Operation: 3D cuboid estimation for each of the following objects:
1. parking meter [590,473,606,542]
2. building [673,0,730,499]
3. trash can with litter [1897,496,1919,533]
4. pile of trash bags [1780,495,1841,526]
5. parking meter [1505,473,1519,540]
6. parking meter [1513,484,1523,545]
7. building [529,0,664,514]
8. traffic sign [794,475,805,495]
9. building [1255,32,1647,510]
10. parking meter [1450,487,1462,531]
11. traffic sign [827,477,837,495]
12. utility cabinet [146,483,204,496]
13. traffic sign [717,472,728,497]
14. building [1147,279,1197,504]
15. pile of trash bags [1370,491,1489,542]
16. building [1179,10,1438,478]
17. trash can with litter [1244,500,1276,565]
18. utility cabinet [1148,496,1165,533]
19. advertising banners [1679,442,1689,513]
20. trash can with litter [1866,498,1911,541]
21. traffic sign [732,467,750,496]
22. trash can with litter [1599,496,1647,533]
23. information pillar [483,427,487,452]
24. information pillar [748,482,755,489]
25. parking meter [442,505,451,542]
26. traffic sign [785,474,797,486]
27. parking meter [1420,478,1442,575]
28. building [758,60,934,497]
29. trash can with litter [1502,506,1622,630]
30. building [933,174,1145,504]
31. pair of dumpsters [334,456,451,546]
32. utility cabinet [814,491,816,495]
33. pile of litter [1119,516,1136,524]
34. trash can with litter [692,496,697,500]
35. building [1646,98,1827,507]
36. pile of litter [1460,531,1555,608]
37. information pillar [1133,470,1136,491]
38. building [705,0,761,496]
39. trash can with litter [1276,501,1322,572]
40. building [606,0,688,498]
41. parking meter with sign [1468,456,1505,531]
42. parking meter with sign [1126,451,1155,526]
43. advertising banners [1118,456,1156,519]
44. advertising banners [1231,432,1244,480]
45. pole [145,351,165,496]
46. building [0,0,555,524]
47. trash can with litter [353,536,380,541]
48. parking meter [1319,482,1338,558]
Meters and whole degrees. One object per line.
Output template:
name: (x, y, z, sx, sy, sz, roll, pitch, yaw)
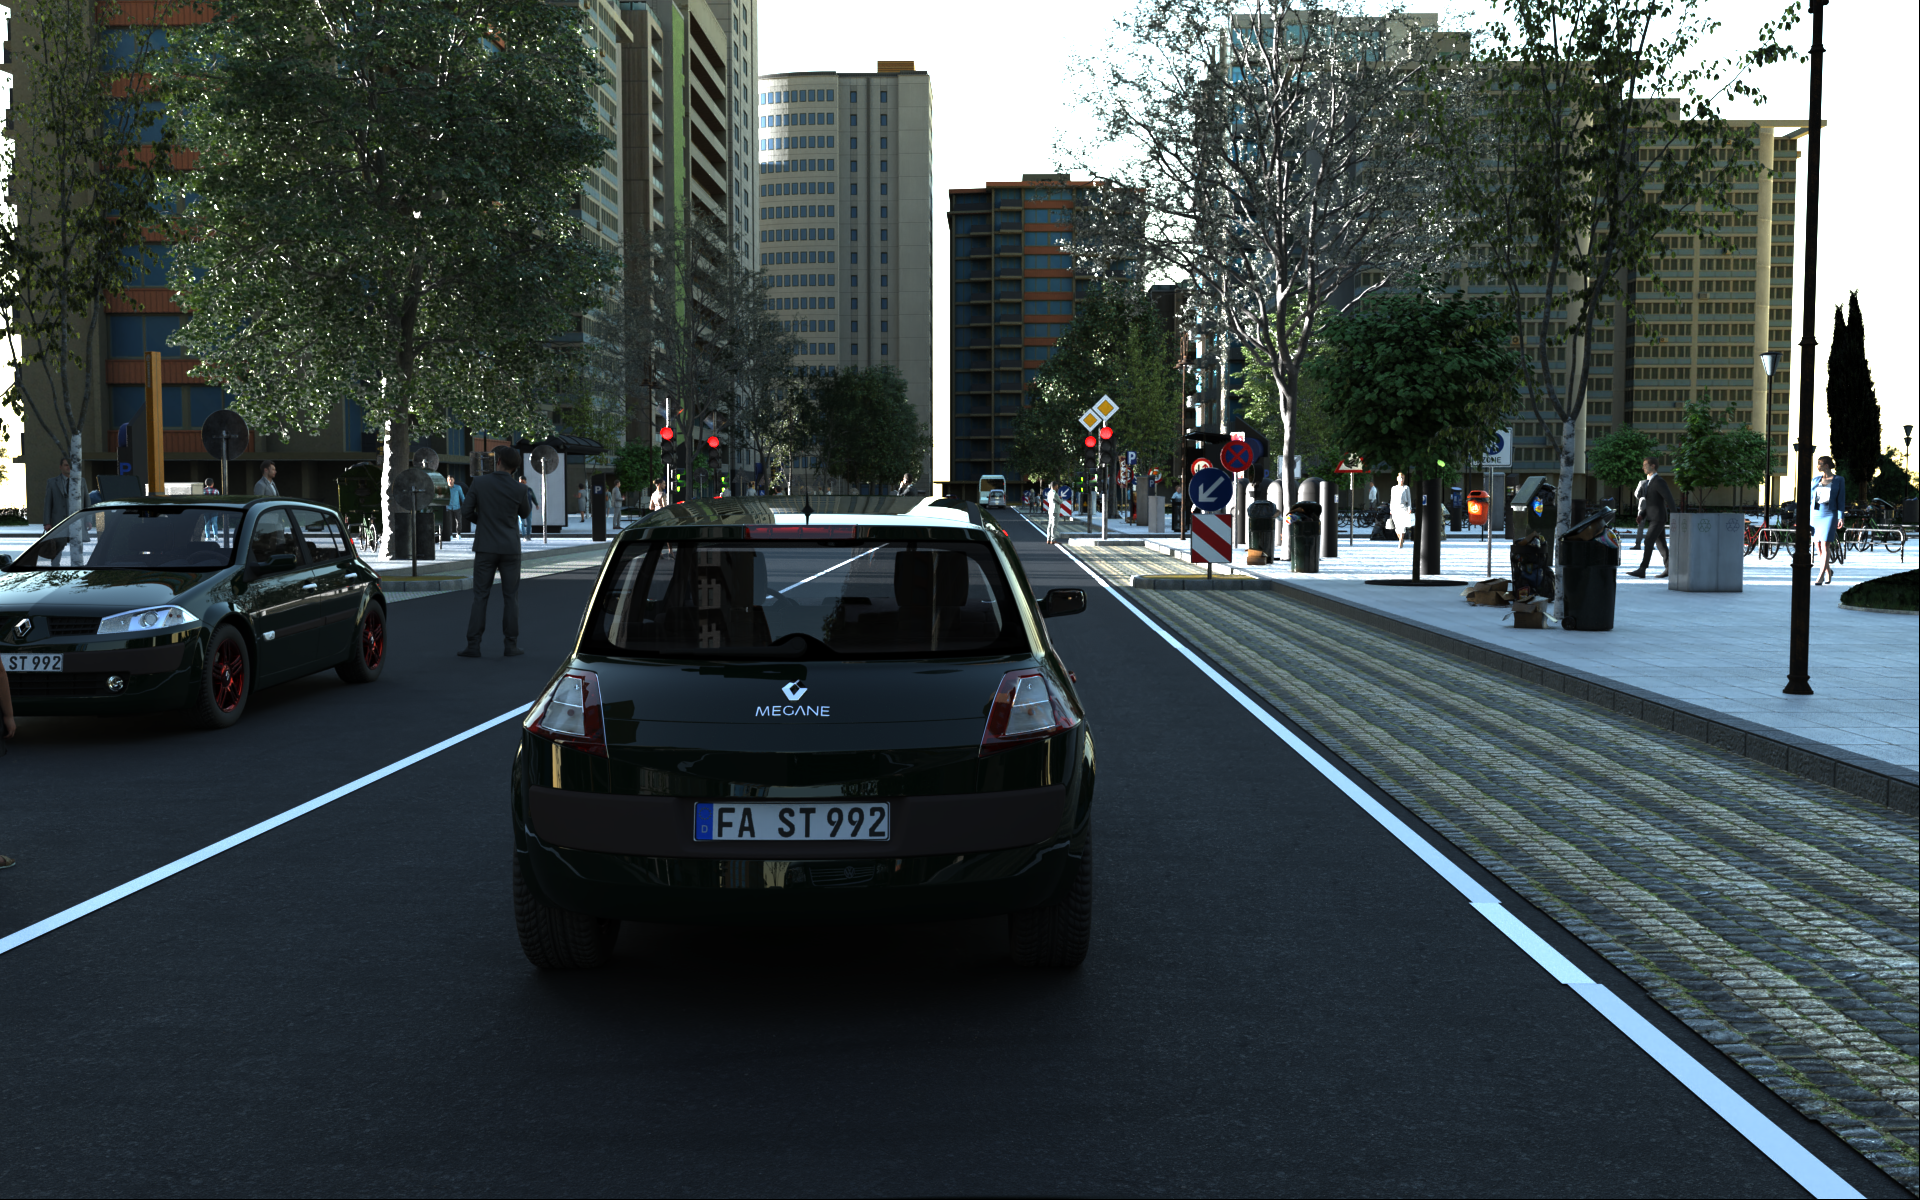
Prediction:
parking meter: (-9.791, -2.517, 46.861, 0.399, 1.863, 0.255, 0, 4, -6)
building: (-33.212, -32.613, 156.920, 21.300, 48.544, 21.600, 0, 4, 1)
trash can with litter: (32.178, -2.856, 57.760, 2.233, 1.210, 1.678, 1, 4, 9)
pile of trash bags: (28.590, -2.963, 58.205, 1.912, 1.369, 3.447, 1, 4, 19)
parking meter: (15.594, -2.643, 48.926, 0.255, 1.863, 0.399, 3, 4, 38)
parking meter: (10.515, -1.462, 32.310, 0.372, 1.533, 0.369, 0, 3, 0)
building: (-37.037, -26.144, 119.332, 32.217, 40.220, 23.993, 0, 4, 1)
traffic sign: (-10.842, -7.126, 116.510, 0.884, 2.594, 0.081, 0, 4, 3)
building: (38.824, -28.023, 150.050, 32.217, 40.220, 23.993, 0, 4, 1)
parking meter: (17.076, -3.130, 59.593, 0.372, 1.533, 0.369, 0, 3, 0)
traffic sign: (-9.677, -7.980, 130.581, 0.768, 2.556, 0.104, 1, 4, 9)
utility cabinet: (-15.144, -1.513, 33.413, 1.173, 1.500, 0.318, 1, 4, 23)
traffic sign: (-13.470, -5.961, 97.572, 0.768, 2.556, 0.104, 0, 4, 2)
building: (32.510, -28.375, 235.632, 14.107, 30.474, 14.160, 0, 4, 1)
pile of trash bags: (12.963, -2.316, 47.624, 3.447, 1.369, 1.912, 3, 5, 44)
building: (35.298, -34.098, 177.106, 23.786, 49.044, 30.456, 0, 4, 1)
trash can with litter: (5.517, -1.231, 31.509, 0.624, 1.170, 1.055, 1, 4, 15)
utility cabinet: (6.559, -2.848, 57.725, 0.306, 1.237, 1.020, -1, 4, -10)
advertising banners: (23.796, -3.719, 56.998, 0.090, 3.025, 2.074, 1, 4, 14)
trash can with litter: (25.595, -2.223, 47.734, 1.055, 1.170, 0.624, 0, 4, -5)
traffic sign: (-10.318, -4.991, 81.606, 0.884, 2.594, 0.081, 0, 4, 4)
trash can with litter: (21.652, -2.795, 56.757, 2.233, 1.210, 1.678, 0, 4, 2)
information pillar: (-15.988, -4.099, 58.380, 0.183, 3.616, 0.504, -1, 4, -16)
information pillar: (-12.324, -5.987, 102.377, 0.304, 2.012, 0.304, 2, 4, 32)
parking meter: (-14.011, -2.357, 46.941, 0.372, 1.533, 0.369, 0, 3, 0)
traffic sign: (-10.741, -6.741, 110.319, 0.768, 2.556, 0.104, 0, 4, 3)
parking meter: (7.465, -1.172, 27.574, 0.372, 1.533, 0.369, 0, 3, 0)
building: (-17.846, -42.641, 239.177, 28.212, 58.520, 21.231, 0, 4, 1)
trash can with litter: (5.708, -0.308, 16.420, 1.055, 1.170, 0.624, 2, 4, 27)
building: (11.108, -35.772, 239.488, 28.867, 44.769, 22.147, 0, 4, 1)
pair of dumpsters: (-14.149, -2.493, 43.252, 1.574, 2.255, 4.437, 0, 4, 1)
utility cabinet: (-11.019, -7.361, 129.038, 0.318, 1.500, 1.173, -1, 4, -19)
pile of litter: (7.766, -3.790, 75.927, 1.719, 0.858, 1.176, -1, 4, -10)
trash can with litter: (-10.872, -3.773, 72.751, 2.233, 1.210, 1.678, -3, 4, -36)
building: (68.388, -29.610, 176.009, 23.993, 40.220, 32.217, 0, 4, 1)
pile of litter: (6.410, -0.388, 20.314, 1.719, 0.858, 1.176, -3, 5, -45)
information pillar: (12.471, -8.048, 122.943, 0.504, 3.616, 0.183, -2, 4, -28)
building: (-32.570, -45.533, 182.709, 20.611, 71.187, 20.563, 0, 4, 1)
trash can with litter: (5.608, -1.046, 28.495, 0.624, 1.170, 1.055, 0, 4, 4)
building: (-30.215, -27.864, 139.172, 14.154, 41.232, 14.086, 0, 4, 1)
parking meter with sign: (18.651, -3.925, 60.438, 1.738, 3.016, 0.543, 1, 4, 10)
parking meter with sign: (7.461, -4.487, 69.630, 0.543, 3.016, 1.738, -3, 5, -39)
advertising banners: (8.072, -5.071, 79.099, 2.074, 3.025, 0.090, -2, 4, -28)
advertising banners: (8.335, -3.210, 48.664, 0.090, 3.025, 2.074, -2, 4, -35)
pole: (-11.554, -1.899, 24.884, 0.158, 3.312, 0.155, 0, 3, 0)
building: (-32.898, -26.306, 84.733, 22.147, 44.769, 28.867, 0, 4, 1)
trash can with litter: (-16.411, -2.291, 48.517, 1.678, 1.210, 2.233, 1, 4, 12)
parking meter: (7.479, -1.635, 35.137, 0.372, 1.533, 0.369, 0, 3, 0)
